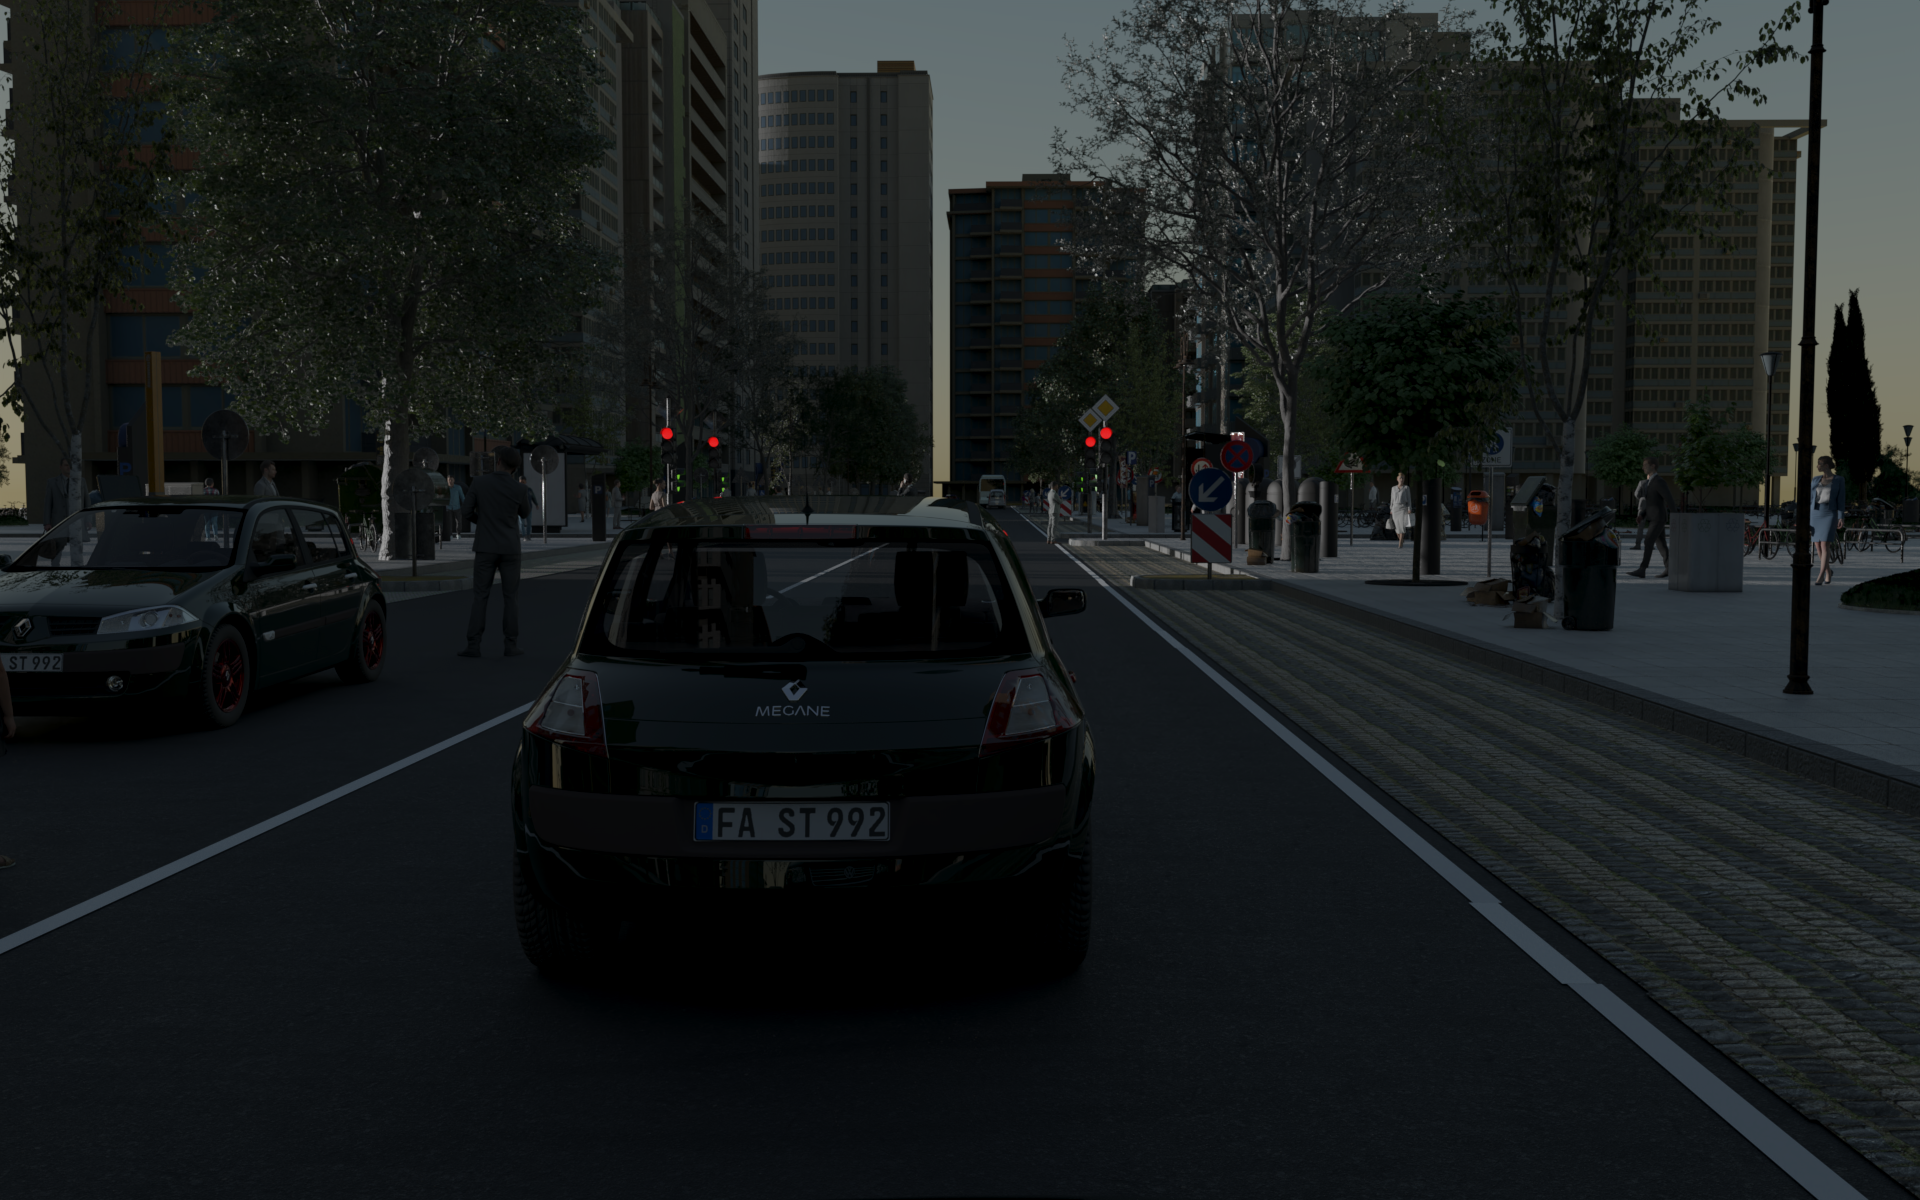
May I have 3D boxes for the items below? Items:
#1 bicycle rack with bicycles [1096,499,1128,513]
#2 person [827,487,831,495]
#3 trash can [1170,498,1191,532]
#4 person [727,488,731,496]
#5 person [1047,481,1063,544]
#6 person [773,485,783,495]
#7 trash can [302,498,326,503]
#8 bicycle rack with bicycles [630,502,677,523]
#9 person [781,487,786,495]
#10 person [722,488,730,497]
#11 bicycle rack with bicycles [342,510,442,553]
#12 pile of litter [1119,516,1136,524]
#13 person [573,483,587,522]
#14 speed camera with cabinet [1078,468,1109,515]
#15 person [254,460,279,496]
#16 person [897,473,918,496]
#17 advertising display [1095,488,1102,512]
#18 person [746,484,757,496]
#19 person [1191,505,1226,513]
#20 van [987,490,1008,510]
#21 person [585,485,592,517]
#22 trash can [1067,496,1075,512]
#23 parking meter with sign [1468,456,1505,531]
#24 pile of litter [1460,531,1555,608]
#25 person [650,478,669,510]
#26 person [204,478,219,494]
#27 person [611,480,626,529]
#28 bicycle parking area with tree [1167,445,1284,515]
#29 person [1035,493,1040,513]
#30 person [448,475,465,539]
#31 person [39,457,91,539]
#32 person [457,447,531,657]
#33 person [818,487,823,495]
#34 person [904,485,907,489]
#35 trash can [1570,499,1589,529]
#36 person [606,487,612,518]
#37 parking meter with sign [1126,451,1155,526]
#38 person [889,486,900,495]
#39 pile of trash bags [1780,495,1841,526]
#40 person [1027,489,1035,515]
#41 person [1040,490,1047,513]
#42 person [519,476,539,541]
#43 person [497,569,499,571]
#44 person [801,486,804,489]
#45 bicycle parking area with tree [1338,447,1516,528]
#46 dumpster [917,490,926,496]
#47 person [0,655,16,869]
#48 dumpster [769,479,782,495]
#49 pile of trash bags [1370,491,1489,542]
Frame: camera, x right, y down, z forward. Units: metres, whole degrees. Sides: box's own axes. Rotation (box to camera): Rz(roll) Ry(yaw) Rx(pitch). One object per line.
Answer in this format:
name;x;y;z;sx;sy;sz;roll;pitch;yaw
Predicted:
bicycle rack with bicycles;10.399;-6.535;120.234;2.925;0.926;2.852;3;4;36
person;-9.639;-7.410;127.541;0.624;1.780;0.694;1;4;17
trash can;7.433;-2.853;58.306;0.748;1.137;0.748;0;3;0
person;-15.550;-6.715;115.960;0.709;1.813;0.853;3;4;36
person;2.755;-2.508;49.682;0.466;1.800;0.511;-2;4;-32
person;-7.459;-3.773;70.550;0.532;1.782;0.716;1;4;9
trash can;-22.054;-2.906;59.166;0.748;1.137;0.748;0;3;0
bicycle rack with bicycles;-13.544;-3.926;77.575;2.852;0.926;2.925;-2;4;-25
person;-12.211;-6.859;118.736;0.519;1.759;0.362;-2;4;-35
person;-13.613;-5.743;100.146;0.606;1.804;0.583;-3;5;-39
bicycle rack with bicycles;-12.848;-1.565;38.973;2.852;0.926;2.925;-1;4;-10
pile of litter;7.766;-3.790;75.927;1.719;0.858;1.176;-1;4;-10
person;-17.191;-4.413;78.553;0.532;1.782;0.716;1;4;19
speed camera with cabinet;8.305;-6.843;106.217;2.038;3.252;0.660;2;4;25
person;-10.528;-1.245;26.598;0.583;1.804;0.606;0;4;-2
person;-1.198;-1.938;39.542;0.474;1.900;0.648;0;4;4
advertising display;10.028;-7.148;122.088;0.974;1.923;0.123;0;4;-8
person;-11.219;-5.342;93.226;0.661;1.843;0.795;-2;4;-34
person;5.661;-2.011;39.194;0.678;1.792;0.850;-1;4;-18
van;3.468;-9.451;161.527;2.013;2.044;4.112;0;4;2
person;-20.993;-5.609;97.934;0.466;1.800;0.511;3;5;39
trash can;8.045;-6.985;125.858;0.748;1.137;0.748;0;3;0
parking meter with sign;18.651;-3.925;60.438;1.738;3.016;0.543;1;4;10
pile of litter;6.410;-0.388;20.314;1.719;0.858;1.176;-3;5;-45
person;-6.498;-1.782;37.980;0.599;1.781;0.374;3;5;40
person;-20.735;-2.508;47.881;0.563;1.720;0.643;-1;4;-15
person;-12.413;-3.479;63.121;0.583;1.804;0.606;-2;4;-26
bicycle parking area with tree;16.921;-7.096;103.026;8.231;4.147;9.016;0;4;-6
person;5.887;-7.374;131.653;0.503;1.515;0.523;1;4;15
person;-14.371;-2.637;49.184;0.660;1.820;0.620;-1;4;-16
person;-12.812;-1.143;24.837;0.694;1.812;0.767;-3;5;-40
person;-4.144;-0.434;15.395;0.655;1.846;0.447;-1;4;-19
person;-9.300;-6.630;114.985;0.362;1.759;0.519;2;4;29
person;-2.115;-3.791;70.821;0.599;1.781;0.374;-1;4;-20
trash can;17.178;-2.250;48.445;0.748;1.137;0.748;0;3;0
person;-18.967;-5.263;93.090;0.512;1.701;0.522;0;4;-1
parking meter with sign;7.461;-4.487;69.630;0.543;3.016;1.738;-3;5;-39
person;-2.818;-4.111;75.898;0.473;1.802;0.592;-3;5;-44
pile of trash bags;28.590;-2.963;58.205;1.912;1.369;3.447;1;4;19
person;4.908;-6.758;119.171;0.526;1.800;0.537;-1;4;-10
person;6.275;-7.447;130.682;0.534;1.772;0.576;-1;4;-12
person;-11.967;-2.520;47.592;0.623;1.781;0.721;-3;5;-42
person;-8.690;-1.444;32.305;0.583;1.804;0.606;3;5;44
person;-9.307;-6.138;106.616;1.509;1.804;0.699;-2;4;-25
bicycle parking area with tree;18.126;-4.989;68.572;9.016;4.147;8.231;1;4;17
dumpster;-4.913;-12.031;204.915;1.865;1.857;1.264;0;4;1
person;-3.804;0.402;6.598;0.362;1.253;0.373;0;4;5
dumpster;-12.632;-6.843;114.381;1.502;2.255;1.985;0;4;1
pile of trash bags;12.963;-2.316;47.624;3.447;1.369;1.912;3;5;44
